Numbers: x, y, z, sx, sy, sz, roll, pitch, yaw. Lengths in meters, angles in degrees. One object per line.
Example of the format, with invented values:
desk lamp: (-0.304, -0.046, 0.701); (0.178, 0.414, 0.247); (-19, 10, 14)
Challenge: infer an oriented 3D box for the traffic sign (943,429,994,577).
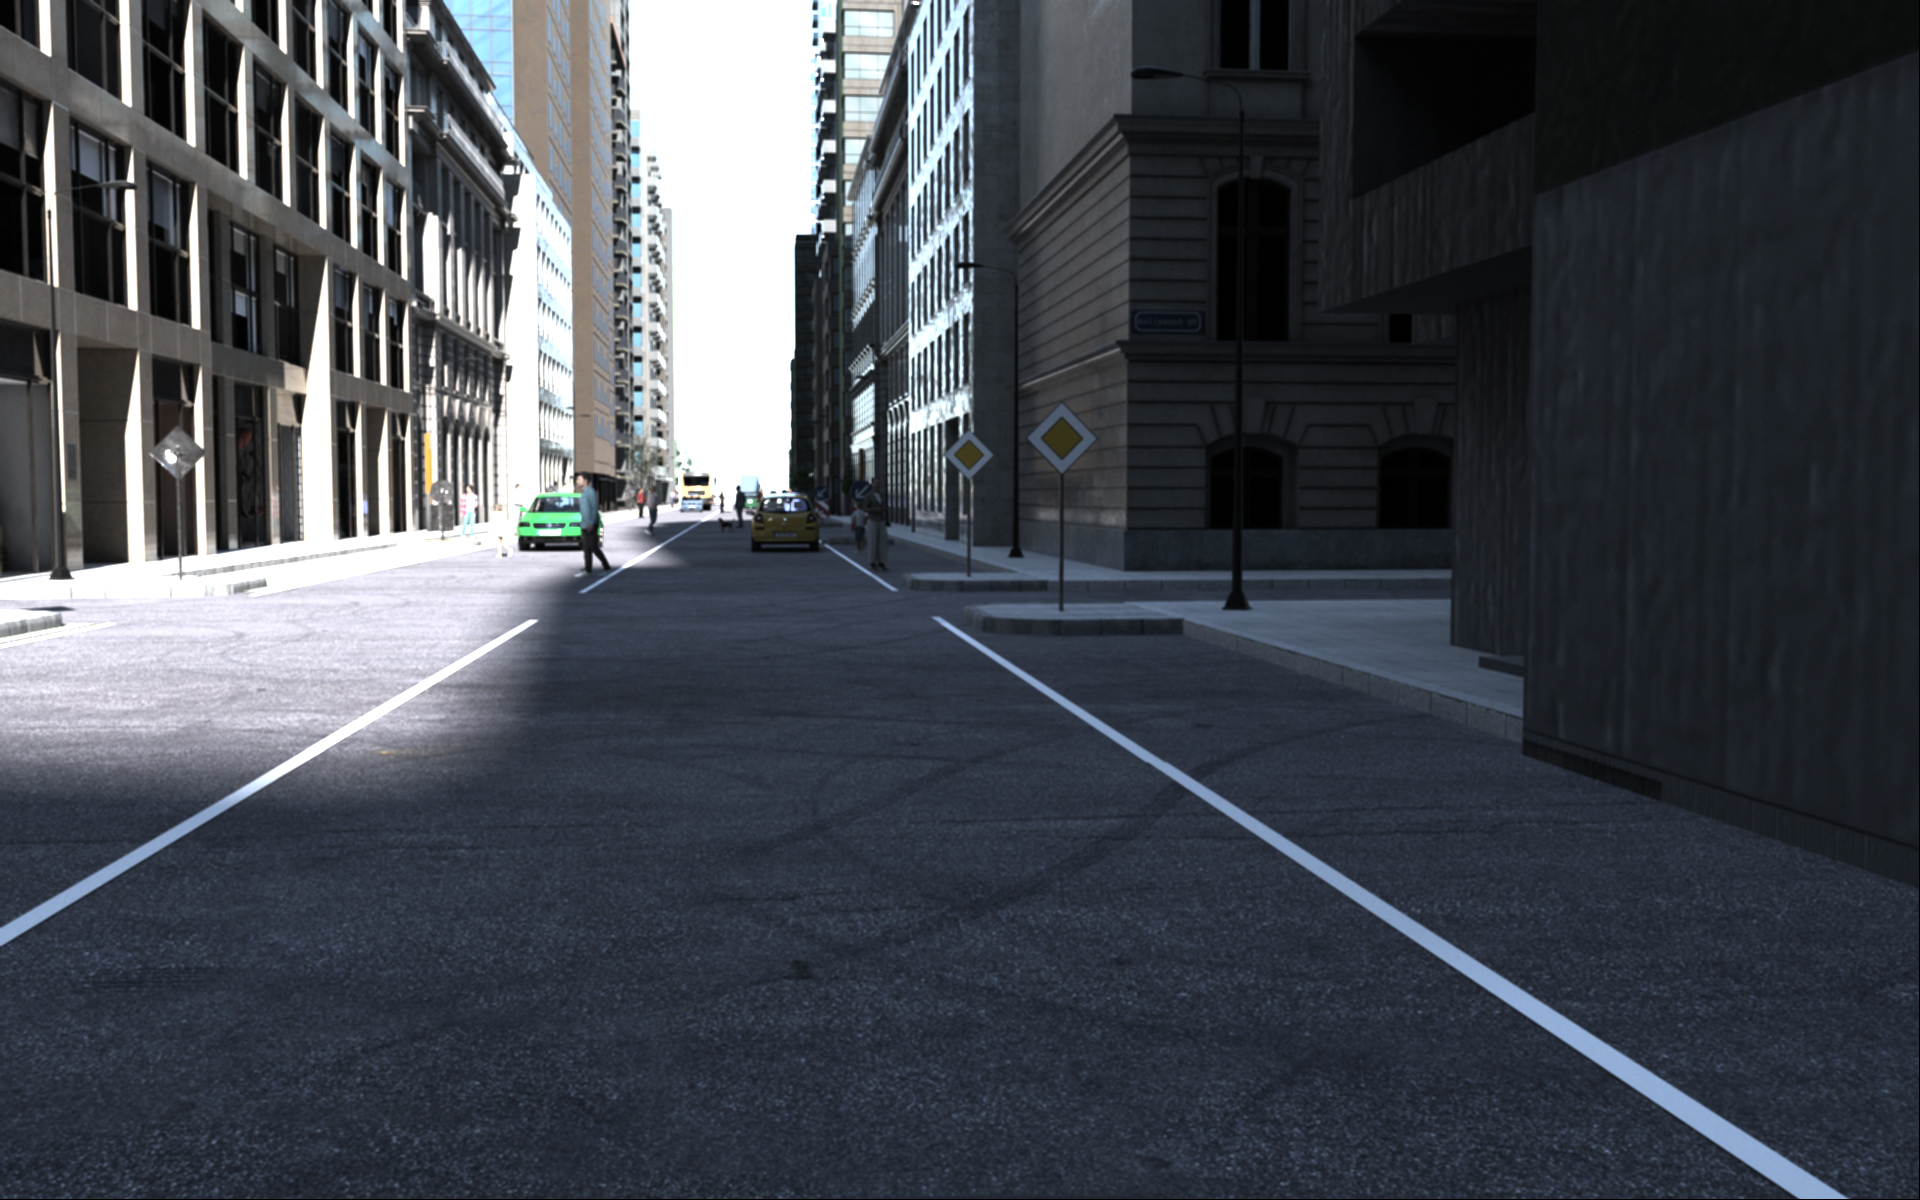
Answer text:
traffic sign: (0.135, -1.419, 26.848); (0.795, 2.450, 0.064); (0, 4, -7)

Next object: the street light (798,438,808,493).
street light: (-12.740, -10.487, 144.009); (1.470, 5.913, 1.316); (0, 4, -7)

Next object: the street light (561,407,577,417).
street light: (-21.167, -7.320, 92.215); (1.470, 5.913, 1.316); (0, 4, -7)

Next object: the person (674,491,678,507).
person: (-30.974, -10.944, 188.227); (0.721, 1.735, 1.217); (-3, 4, -36)

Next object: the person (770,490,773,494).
person: (-19.163, -10.345, 177.506); (0.599, 1.838, 0.709); (2, 4, 27)

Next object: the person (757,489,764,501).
person: (-14.308, -7.108, 124.677); (0.705, 1.831, 1.348); (-2, 4, -27)

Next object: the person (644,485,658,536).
person: (-10.635, -3.089, 59.685); (0.731, 1.740, 0.598); (3, 4, 39)

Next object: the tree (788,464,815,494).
tree: (-16.552, -12.288, 184.620); (4.285, 4.588, 4.351); (0, 3, 0)

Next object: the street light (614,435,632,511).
street light: (-26.307, -9.946, 135.154); (1.470, 5.913, 1.316); (0, 4, -7)

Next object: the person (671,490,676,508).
person: (-28.919, -10.195, 175.053); (0.599, 1.838, 0.709); (0, 4, 5)

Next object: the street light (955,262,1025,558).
street light: (0.598, -3.812, 34.871); (1.470, 5.913, 1.316); (0, 4, -7)

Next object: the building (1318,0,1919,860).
building: (9.804, -14.667, 11.515); (14.160, 30.474, 14.107); (0, 4, -7)

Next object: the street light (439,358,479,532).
street light: (-17.064, -5.287, 58.988); (1.470, 5.913, 1.316); (0, 4, -7)

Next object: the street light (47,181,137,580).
street light: (-12.900, -3.256, 25.769); (1.470, 5.913, 1.316); (0, 4, -7)

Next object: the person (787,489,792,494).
person: (-10.473, -6.035, 107.687); (0.721, 1.766, 1.217); (-1, 4, -14)

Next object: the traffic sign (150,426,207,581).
traffic sign: (-11.475, -1.334, 25.453); (0.795, 2.450, 0.064); (0, 4, -7)

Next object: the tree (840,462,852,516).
tree: (-6.700, -6.682, 103.845); (1.663, 3.219, 1.824); (0, 3, 0)

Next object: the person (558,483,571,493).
person: (-14.490, -3.379, 63.616); (0.638, 1.841, 0.748); (0, 4, 4)

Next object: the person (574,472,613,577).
person: (-6.357, -1.315, 30.014); (0.620, 1.820, 0.660); (-2, 4, -32)

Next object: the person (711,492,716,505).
person: (-31.298, -12.863, 219.368); (0.990, 1.755, 0.434); (2, 4, 28)

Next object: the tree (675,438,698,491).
tree: (-42.520, -19.800, 258.139); (7.601, 10.594, 8.767); (0, 4, 1)

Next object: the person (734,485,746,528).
person: (-9.438, -4.011, 74.180); (0.391, 1.810, 0.635); (1, 4, 17)

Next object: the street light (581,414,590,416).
street light: (-22.241, -7.862, 101.084); (1.470, 5.913, 1.316); (0, 4, -7)

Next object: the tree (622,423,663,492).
tree: (-32.505, -13.847, 176.759); (4.360, 8.622, 3.978); (0, 3, 0)

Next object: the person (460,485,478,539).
person: (-15.438, -2.761, 54.483); (0.563, 1.720, 0.643); (-2, 4, -27)

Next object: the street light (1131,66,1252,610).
street light: (2.547, -2.844, 19.049); (1.470, 5.913, 1.316); (0, 4, -7)

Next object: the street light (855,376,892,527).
street light: (-3.409, -5.845, 68.110); (1.470, 5.913, 1.316); (0, 4, -7)

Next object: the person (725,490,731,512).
person: (-18.578, -7.917, 138.614); (0.621, 1.740, 0.551); (-3, 4, -36)

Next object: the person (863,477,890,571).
person: (-1.552, -1.429, 32.420); (0.519, 1.759, 0.362); (-3, 5, -43)

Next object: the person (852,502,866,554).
person: (-2.425, -1.731, 41.485); (0.332, 1.250, 0.352); (1, 4, 11)

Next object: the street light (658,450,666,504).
street light: (-32.279, -12.910, 183.622); (1.470, 5.913, 1.316); (0, 4, -7)

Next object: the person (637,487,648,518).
person: (-18.893, -5.771, 102.794); (0.705, 1.831, 1.348); (1, 4, 15)

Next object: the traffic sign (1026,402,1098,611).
traffic sign: (1.105, -0.935, 18.922); (0.795, 2.450, 0.064); (0, 4, -7)

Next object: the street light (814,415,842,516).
street light: (-7.626, -7.892, 101.571); (1.470, 5.913, 1.316); (0, 4, -7)

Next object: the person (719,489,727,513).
person: (-18.288, -7.628, 133.350); (0.705, 1.807, 1.348); (1, 4, 13)

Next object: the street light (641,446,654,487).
street light: (-30.423, -11.978, 168.379); (1.470, 5.913, 1.316); (0, 4, -7)

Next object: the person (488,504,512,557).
person: (-10.430, -1.573, 39.230); (0.382, 1.210, 0.505); (3, 5, 40)

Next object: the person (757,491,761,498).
person: (-19.997, -9.957, 172.031); (0.721, 1.736, 1.217); (2, 4, 35)

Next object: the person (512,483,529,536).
person: (-14.806, -3.038, 58.369); (0.583, 1.804, 0.606); (-1, 4, -18)

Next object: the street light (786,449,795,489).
street light: (-16.859, -12.540, 177.571); (1.470, 5.913, 1.316); (0, 4, -7)

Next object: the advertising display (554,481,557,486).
advertising display: (-20.698, -5.105, 88.678); (0.123, 1.923, 0.974); (-1, 4, -15)
